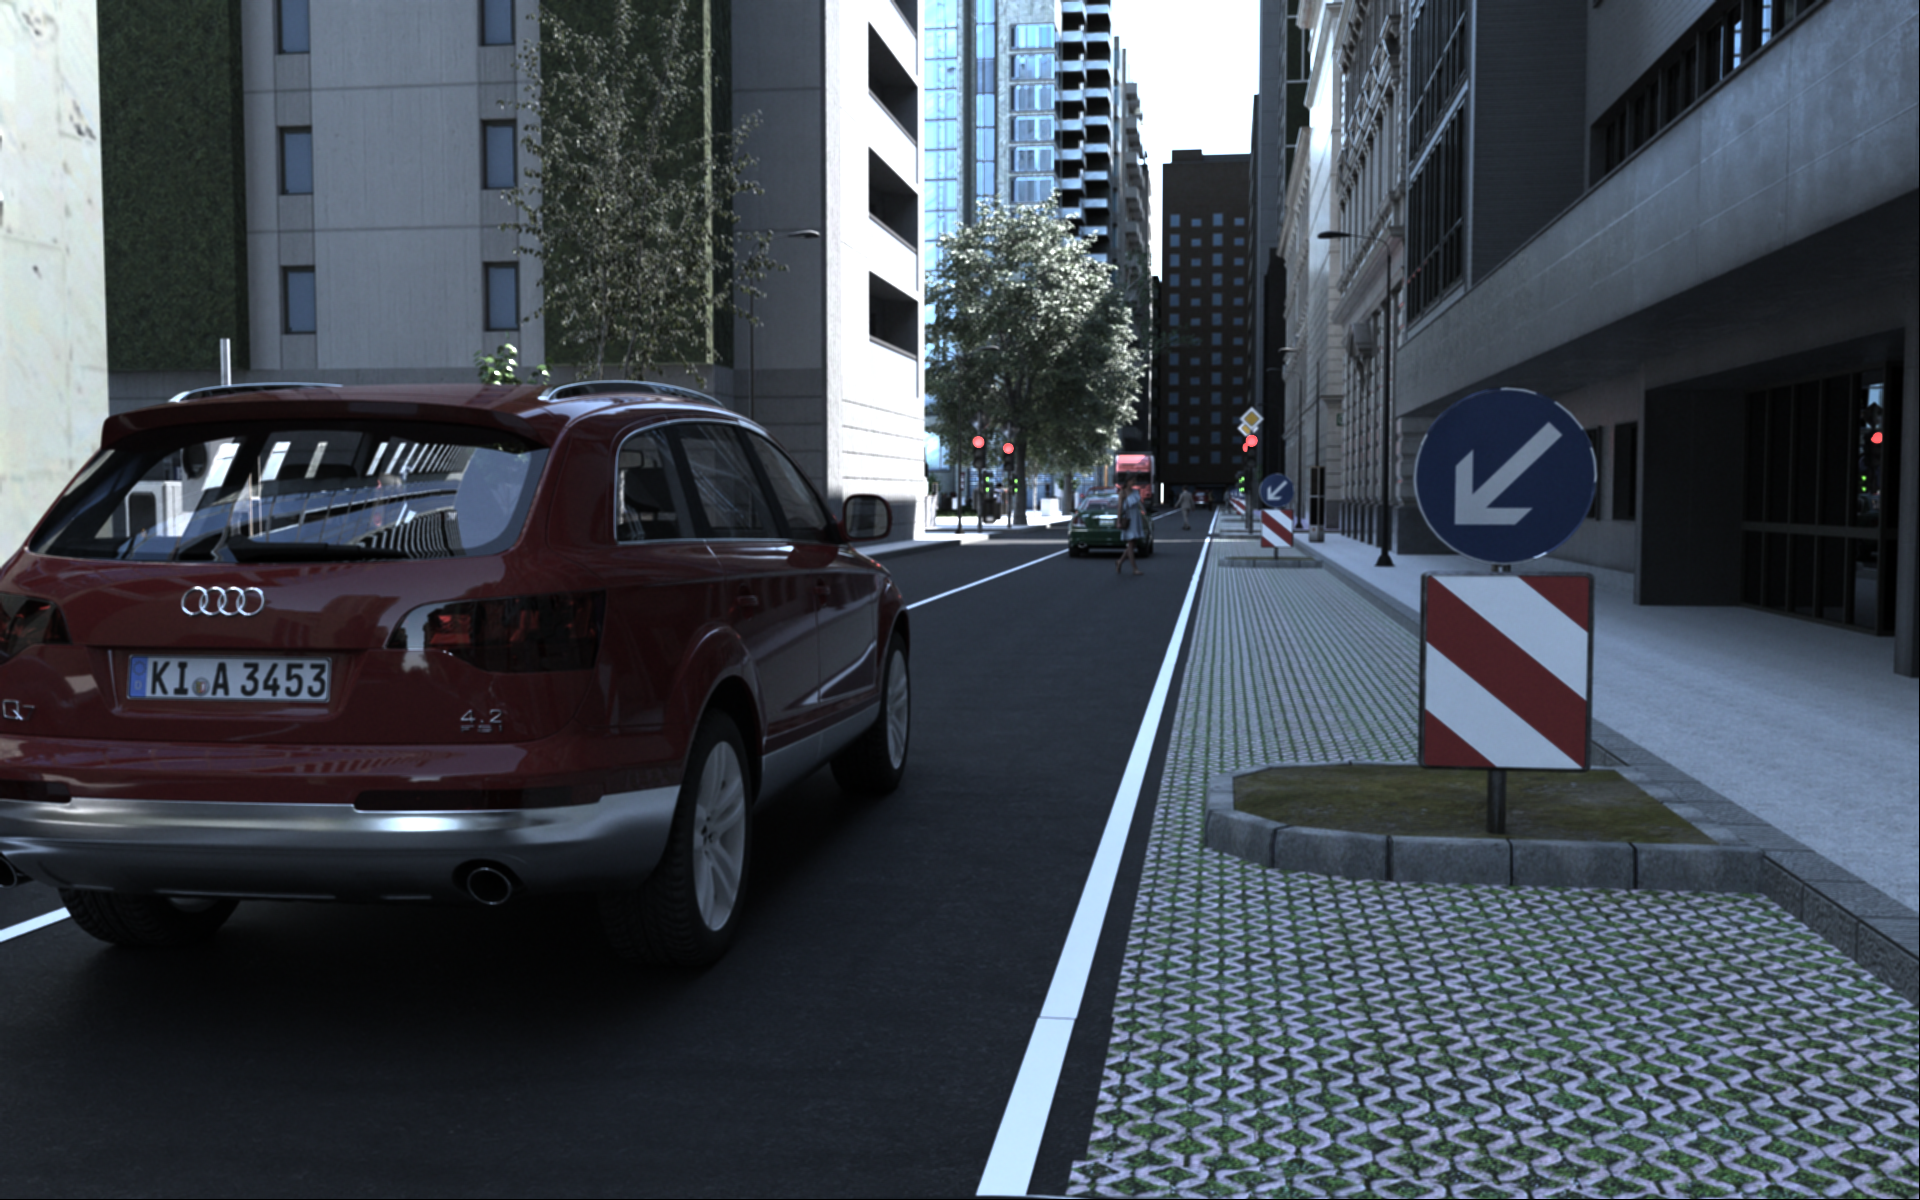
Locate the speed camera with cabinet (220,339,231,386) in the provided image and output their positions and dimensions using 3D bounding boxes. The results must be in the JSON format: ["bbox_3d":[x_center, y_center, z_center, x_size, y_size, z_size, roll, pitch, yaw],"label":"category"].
[{"bbox_3d":[-10.020,-1.716,22.395,2.038,3.252,0.660,3,4,36],"label":"speed camera with cabinet"}]

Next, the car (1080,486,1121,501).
[{"bbox_3d":[7.207,-4.779,86.806,2.281,1.827,5.304,1,4,10],"label":"car"}]

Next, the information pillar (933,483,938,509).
[{"bbox_3d":[-1.660,-6.812,115.861,0.304,2.012,0.304,0,4,7],"label":"information pillar"}]

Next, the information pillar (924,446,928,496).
[{"bbox_3d":[-1.849,-5.715,84.799,0.504,3.616,0.183,3,5,39],"label":"information pillar"}]

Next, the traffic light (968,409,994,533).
[{"bbox_3d":[0.669,-4.159,56.922,0.839,4.253,0.868,1,4,9],"label":"traffic light"}]

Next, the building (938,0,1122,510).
[{"bbox_3d":[3.750,-51.487,154.490,22.319,86.520,31.000,1,4,9],"label":"building"}]

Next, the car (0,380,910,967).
[{"bbox_3d":[-1.510,0.108,6.900,2.281,1.827,5.304,0,4,8],"label":"car"}]

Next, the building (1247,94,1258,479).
[{"bbox_3d":[44.196,-35.221,199.569,21.300,48.544,21.600,1,4,9],"label":"building"}]

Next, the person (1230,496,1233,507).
[{"bbox_3d":[29.353,-10.888,187.239,1.217,1.743,0.721,3,4,38],"label":"person"}]

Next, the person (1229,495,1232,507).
[{"bbox_3d":[26.856,-9.906,170.462,1.348,1.824,0.705,-3,4,-39],"label":"person"}]

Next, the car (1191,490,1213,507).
[{"bbox_3d":[23.587,-9.823,169.280,2.281,1.827,5.304,1,4,8],"label":"car"}]

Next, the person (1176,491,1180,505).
[{"bbox_3d":[26.240,-12.241,209.171,0.617,1.759,0.750,3,4,37],"label":"person"}]

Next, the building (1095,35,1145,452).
[{"bbox_3d":[8.228,-34.640,185.978,23.786,49.044,30.456,1,4,9],"label":"building"}]

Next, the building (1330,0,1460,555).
[{"bbox_3d":[15.367,-13.179,44.355,11.050,23.489,19.941,1,4,9],"label":"building"}]

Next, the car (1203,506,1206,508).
[{"bbox_3d":[24.553,-10.433,179.380,1.959,1.807,4.718,1,4,10],"label":"car"}]

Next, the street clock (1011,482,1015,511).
[{"bbox_3d":[2.734,-4.970,85.834,0.471,2.002,0.358,0,4,2],"label":"street clock"}]

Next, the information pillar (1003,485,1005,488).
[{"bbox_3d":[3.271,-7.951,134.492,0.304,2.012,0.304,3,5,45],"label":"information pillar"}]

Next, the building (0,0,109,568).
[{"bbox_3d":[-19.648,-42.063,0.395,22.319,86.520,31.000,1,4,9],"label":"building"}]

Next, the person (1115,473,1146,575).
[{"bbox_3d":[2.976,-1.358,30.790,0.616,1.811,0.778,-2,4,-35],"label":"person"}]

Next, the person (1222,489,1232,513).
[{"bbox_3d":[20.158,-7.463,130.620,0.850,1.850,0.679,-1,4,-10],"label":"person"}]

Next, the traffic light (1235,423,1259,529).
[{"bbox_3d":[10.529,-4.563,63.527,0.839,4.253,0.868,1,4,9],"label":"traffic light"}]

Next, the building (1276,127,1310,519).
[{"bbox_3d":[26.313,-16.787,110.629,11.583,22.565,21.152,1,4,9],"label":"building"}]

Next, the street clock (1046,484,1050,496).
[{"bbox_3d":[6.149,-7.136,121.236,0.358,2.002,0.471,1,4,9],"label":"street clock"}]

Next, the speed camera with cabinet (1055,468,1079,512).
[{"bbox_3d":[7.572,-7.868,122.983,0.660,3.252,2.038,3,5,43],"label":"speed camera with cabinet"}]

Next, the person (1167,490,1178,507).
[{"bbox_3d":[22.835,-10.867,186.196,1.348,1.821,0.705,2,4,33],"label":"person"}]

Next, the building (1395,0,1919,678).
[{"bbox_3d":[13.595,-12.225,18.942,14.314,24.678,30.058,1,4,9],"label":"building"}]

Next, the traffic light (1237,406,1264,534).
[{"bbox_3d":[9.334,-4.080,55.631,0.839,4.253,0.868,1,4,9],"label":"traffic light"}]

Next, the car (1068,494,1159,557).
[{"bbox_3d":[3.588,-1.770,40.732,2.131,1.459,4.920,1,4,8],"label":"car"}]

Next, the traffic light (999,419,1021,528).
[{"bbox_3d":[1.863,-4.642,64.817,0.839,4.253,0.868,1,4,9],"label":"traffic light"}]

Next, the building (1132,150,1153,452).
[{"bbox_3d":[15.988,-32.087,208.209,14.086,41.232,14.154,1,4,9],"label":"building"}]

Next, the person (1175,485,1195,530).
[{"bbox_3d":[9.026,-3.700,69.273,0.678,1.792,0.850,-2,4,-25],"label":"person"}]

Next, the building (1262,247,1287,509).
[{"bbox_3d":[28.990,-18.299,128.868,12.332,23.373,15.834,1,4,9],"label":"building"}]

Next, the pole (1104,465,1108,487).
[{"bbox_3d":[9.838,-7.517,116.741,0.158,3.312,0.155,0,3,0],"label":"pole"}]

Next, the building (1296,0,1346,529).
[{"bbox_3d":[35.746,-17.777,67.076,44.131,29.872,17.030,1,4,9],"label":"building"}]

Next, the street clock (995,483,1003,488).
[{"bbox_3d":[2.567,-6.689,113.933,0.471,2.002,0.358,-3,5,-41],"label":"street clock"}]

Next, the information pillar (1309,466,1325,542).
[{"bbox_3d":[9.521,-2.549,46.176,0.304,2.012,0.304,3,5,44],"label":"information pillar"}]

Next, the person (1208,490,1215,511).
[{"bbox_3d":[21.031,-8.348,145.081,0.705,1.812,1.348,-1,4,-13],"label":"person"}]

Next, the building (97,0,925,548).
[{"bbox_3d":[-15.549,-30.856,46.499,28.212,58.520,21.231,1,4,9],"label":"building"}]

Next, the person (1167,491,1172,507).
[{"bbox_3d":[23.131,-11.117,190.273,0.705,1.822,1.348,2,4,35],"label":"person"}]
